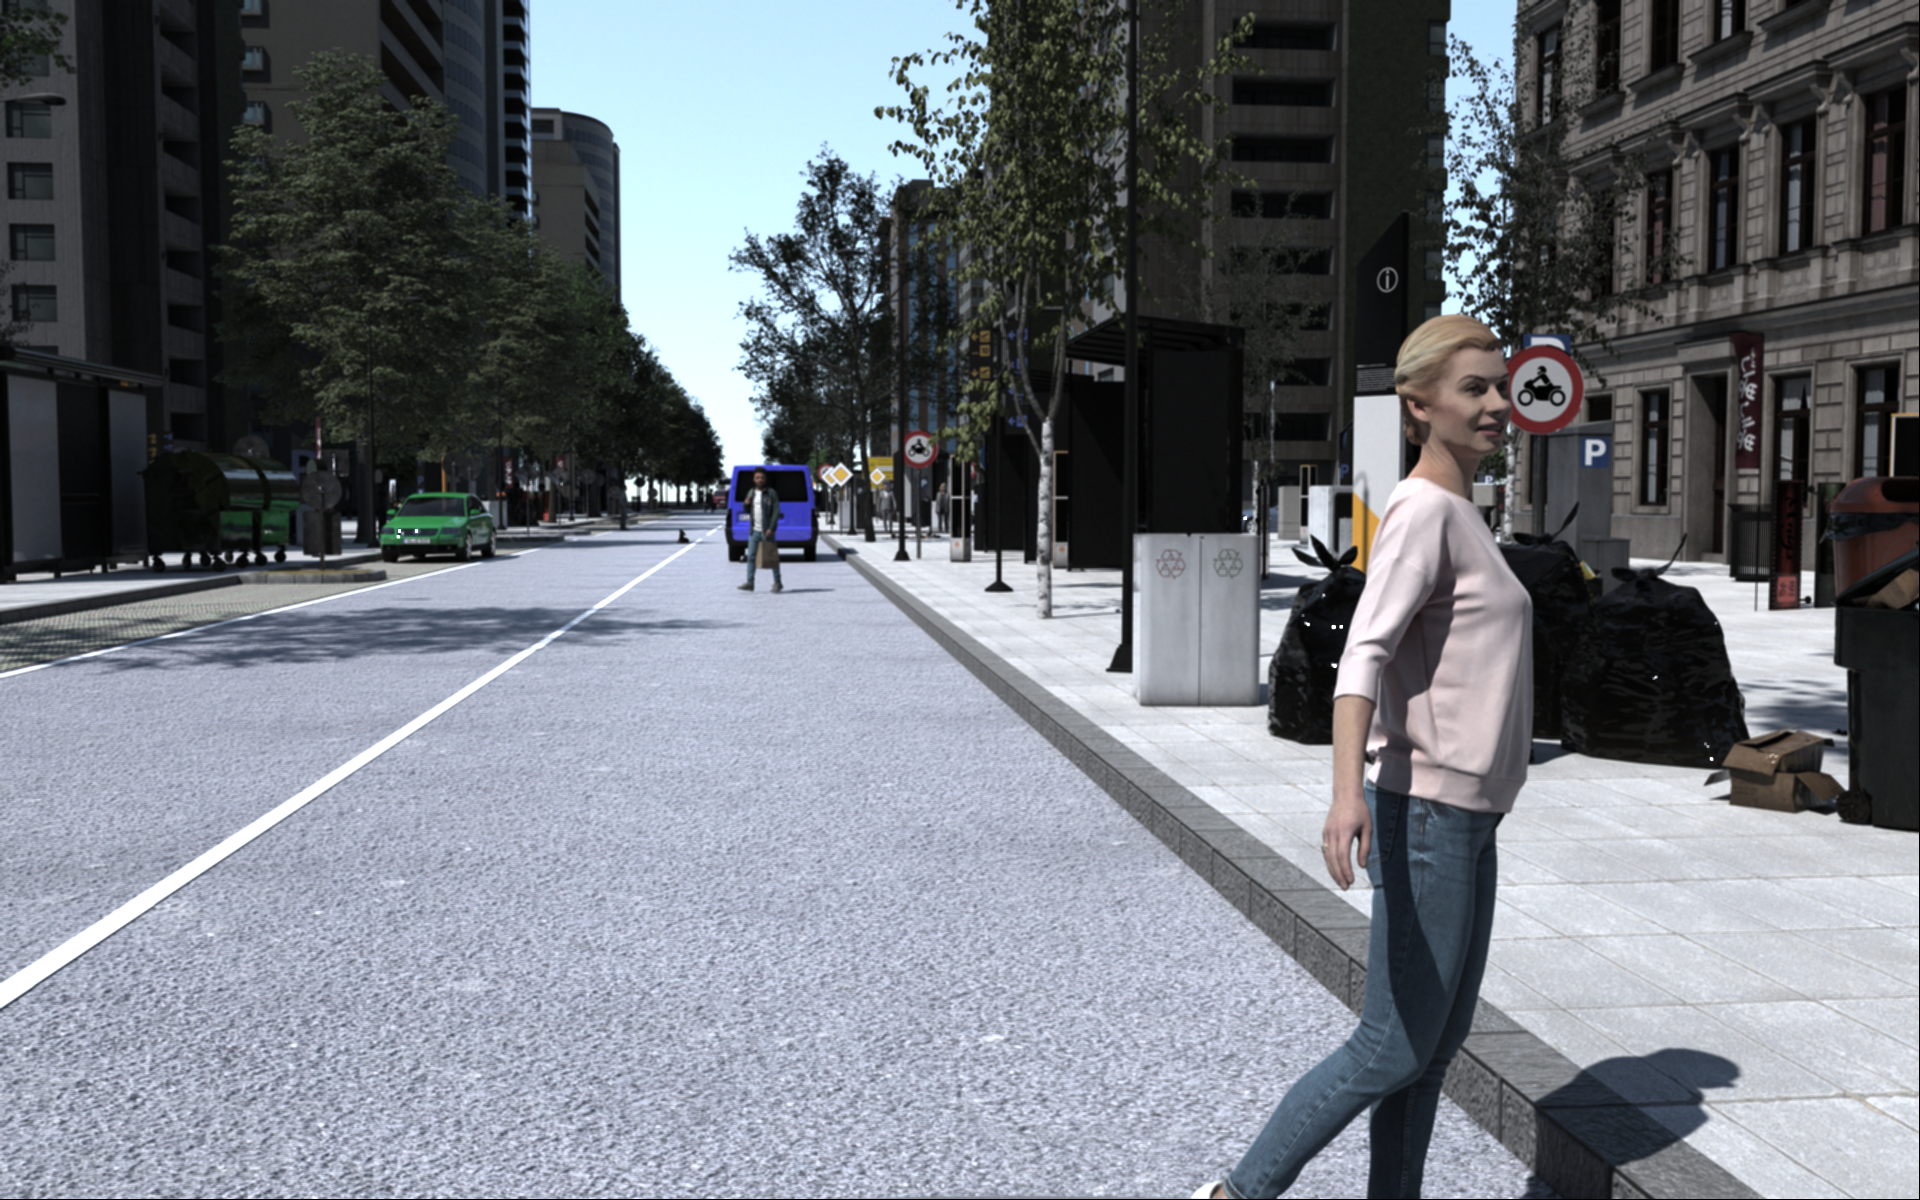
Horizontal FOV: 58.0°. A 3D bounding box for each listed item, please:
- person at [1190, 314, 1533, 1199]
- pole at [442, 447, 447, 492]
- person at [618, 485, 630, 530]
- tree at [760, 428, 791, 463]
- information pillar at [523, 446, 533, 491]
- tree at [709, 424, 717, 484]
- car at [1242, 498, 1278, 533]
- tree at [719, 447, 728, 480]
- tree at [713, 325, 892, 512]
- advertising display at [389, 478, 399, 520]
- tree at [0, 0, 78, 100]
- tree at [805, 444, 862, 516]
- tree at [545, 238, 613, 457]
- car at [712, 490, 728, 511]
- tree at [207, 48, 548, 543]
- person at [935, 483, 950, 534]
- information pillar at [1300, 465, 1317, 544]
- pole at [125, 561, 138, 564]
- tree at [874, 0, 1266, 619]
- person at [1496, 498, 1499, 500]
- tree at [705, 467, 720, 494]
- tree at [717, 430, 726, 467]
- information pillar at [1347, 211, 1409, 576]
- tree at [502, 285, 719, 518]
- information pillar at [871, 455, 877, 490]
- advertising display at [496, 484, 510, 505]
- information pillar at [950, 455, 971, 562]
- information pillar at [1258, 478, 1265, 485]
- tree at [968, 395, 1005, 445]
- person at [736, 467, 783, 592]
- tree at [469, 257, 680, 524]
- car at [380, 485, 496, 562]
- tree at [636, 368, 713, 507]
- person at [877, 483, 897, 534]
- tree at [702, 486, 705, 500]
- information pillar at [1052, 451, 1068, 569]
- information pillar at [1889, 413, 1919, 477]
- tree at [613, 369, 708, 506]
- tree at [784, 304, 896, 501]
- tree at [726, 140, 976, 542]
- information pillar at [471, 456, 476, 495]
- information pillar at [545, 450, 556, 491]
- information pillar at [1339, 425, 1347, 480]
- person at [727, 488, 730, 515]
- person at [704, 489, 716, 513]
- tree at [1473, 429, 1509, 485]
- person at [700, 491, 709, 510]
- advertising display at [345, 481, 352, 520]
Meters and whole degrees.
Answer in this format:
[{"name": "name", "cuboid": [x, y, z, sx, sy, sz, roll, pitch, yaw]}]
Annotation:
[{"name": "person", "cuboid": [0.682, 0.378, 2.985, 0.598, 1.740, 0.731, 1, 4, 13]}, {"name": "pole", "cuboid": [-21.972, -4.893, 73.848, 0.158, 3.312, 0.155, 0, 3, 0]}, {"name": "person", "cuboid": [-13.387, -3.688, 68.901, 0.391, 1.810, 0.635, -1, 4, -19]}, {"name": "tree", "cuboid": [-23.506, -19.141, 238.702, 9.928, 11.665, 9.643, 0, 3, 0]}, {"name": "information pillar", "cuboid": [-20.828, -5.636, 83.509, 0.504, 3.616, 0.183, 1, 4, 14]}, {"name": "tree", "cuboid": [-31.865, -16.824, 193.192, 7.486, 12.596, 7.792, 0, 3, 0]}, {"name": "car", "cuboid": [11.428, -2.949, 60.225, 4.499, 1.417, 2.014, 0, 4, -8]}, {"name": "tree", "cuboid": [-33.090, -18.011, 211.490, 9.611, 12.733, 9.660, 0, 3, 0]}, {"name": "tree", "cuboid": [-9.616, -13.004, 122.978, 12.009, 13.543, 11.850, 0, 3, 0]}, {"name": "advertising display", "cuboid": [-23.369, -4.056, 71.531, 0.123, 1.923, 0.974, -2, 4, -34]}, {"name": "tree", "cuboid": [-11.006, -5.367, 13.511, 9.928, 11.665, 9.643, 0, 3, 0]}, {"name": "tree", "cuboid": [-7.596, -7.353, 103.938, 4.285, 4.588, 4.351, 0, 3, 0]}, {"name": "tree", "cuboid": [-17.526, -9.053, 66.138, 7.486, 12.596, 7.792, 0, 3, 0]}, {"name": "car", "cuboid": [-20.544, -8.680, 150.593, 2.281, 1.827, 5.304, 0, 4, -6]}, {"name": "tree", "cuboid": [-15.671, -7.777, 45.280, 7.486, 12.596, 7.792, 0, 3, 0]}, {"name": "person", "cuboid": [-0.464, -2.975, 57.324, 0.709, 1.800, 0.728, 1, 4, 9]}, {"name": "information pillar", "cuboid": [8.908, -2.434, 44.290, 0.304, 2.012, 0.304, -3, 4, -38]}, {"name": "pole", "cuboid": [-15.140, -2.307, 31.564, 0.158, 3.312, 0.155, 0, 3, 0]}, {"name": "tree", "cuboid": [0.971, -4.127, 17.840, 4.737, 8.622, 4.395, 0, 3, 0]}, {"name": "person", "cuboid": [19.037, -3.277, 62.248, 0.590, 1.801, 0.661, 1, 4, 15]}, {"name": "tree", "cuboid": [-39.536, -19.625, 271.227, 4.737, 8.622, 4.395, 0, 3, 0]}, {"name": "tree", "cuboid": [-37.420, -20.327, 250.467, 7.486, 12.596, 7.792, 0, 3, 0]}, {"name": "information pillar", "cuboid": [3.549, -1.422, 14.602, 0.183, 3.616, 0.504, -3, 5, -41]}, {"name": "tree", "cuboid": [-20.045, -10.823, 93.959, 9.611, 12.733, 9.660, 0, 3, 0]}, {"name": "information pillar", "cuboid": [-5.192, -6.879, 103.827, 0.504, 3.616, 0.183, 1, 4, 16]}, {"name": "advertising display", "cuboid": [-28.741, -6.335, 108.792, 0.974, 1.923, 0.123, 0, 4, 4]}, {"name": "information pillar", "cuboid": [0.015, -1.722, 32.646, 0.304, 2.012, 0.304, 2, 4, 29]}, {"name": "information pillar", "cuboid": [13.463, -4.468, 77.540, 0.304, 2.012, 0.304, -1, 4, -14]}, {"name": "tree", "cuboid": [2.601, -9.855, 111.485, 4.360, 8.622, 3.978, 0, 3, 0]}, {"name": "person", "cuboid": [-2.831, -1.010, 24.994, 0.794, 1.824, 0.713, 3, 5, 44]}, {"name": "tree", "cuboid": [-17.707, -9.154, 75.419, 9.928, 11.665, 9.643, 0, 3, 0]}, {"name": "car", "cuboid": [-11.288, -1.763, 37.623, 1.959, 1.807, 4.718, 0, 4, -5]}, {"name": "tree", "cuboid": [-29.228, -15.799, 168.685, 12.009, 13.543, 11.850, 0, 3, 0]}, {"name": "person", "cuboid": [-2.512, -3.124, 59.698, 0.709, 1.813, 0.853, 0, 4, -3]}, {"name": "tree", "cuboid": [-38.138, -18.827, 258.188, 4.360, 8.622, 3.978, 0, 3, 0]}, {"name": "information pillar", "cuboid": [1.742, -1.546, 29.767, 0.304, 2.012, 0.304, 0, 4, -2]}, {"name": "information pillar", "cuboid": [8.691, -0.698, 15.907, 0.304, 2.012, 0.304, 2, 4, 28]}, {"name": "tree", "cuboid": [-26.155, -14.120, 148.987, 7.486, 12.596, 7.792, 0, 3, 0]}, {"name": "tree", "cuboid": [-4.599, -7.075, 66.047, 4.360, 8.622, 3.978, 0, 3, 0]}, {"name": "tree", "cuboid": [-2.751, -6.846, 46.337, 7.601, 10.594, 8.767, 0, 4, 3]}, {"name": "information pillar", "cuboid": [-29.837, -7.015, 106.045, 0.183, 3.616, 0.504, 2, 4, 34]}, {"name": "information pillar", "cuboid": [-19.567, -5.586, 82.684, 0.504, 3.616, 0.183, -1, 4, -16]}, {"name": "information pillar", "cuboid": [12.228, -3.885, 54.872, 0.504, 3.616, 0.183, -2, 4, -27]}, {"name": "person", "cuboid": [-15.201, -6.486, 114.739, 0.583, 1.804, 0.606, -2, 4, -35]}, {"name": "person", "cuboid": [-19.141, -7.595, 132.643, 0.822, 1.834, 0.622, 1, 4, 12]}, {"name": "tree", "cuboid": [22.635, -5.604, 75.336, 4.285, 4.588, 4.351, 0, 3, 0]}, {"name": "person", "cuboid": [-22.959, -9.053, 157.227, 1.217, 1.735, 0.721, 0, 4, 6]}, {"name": "advertising display", "cuboid": [-30.646, -4.991, 86.815, 0.123, 1.923, 0.974, -2, 4, -30]}]
